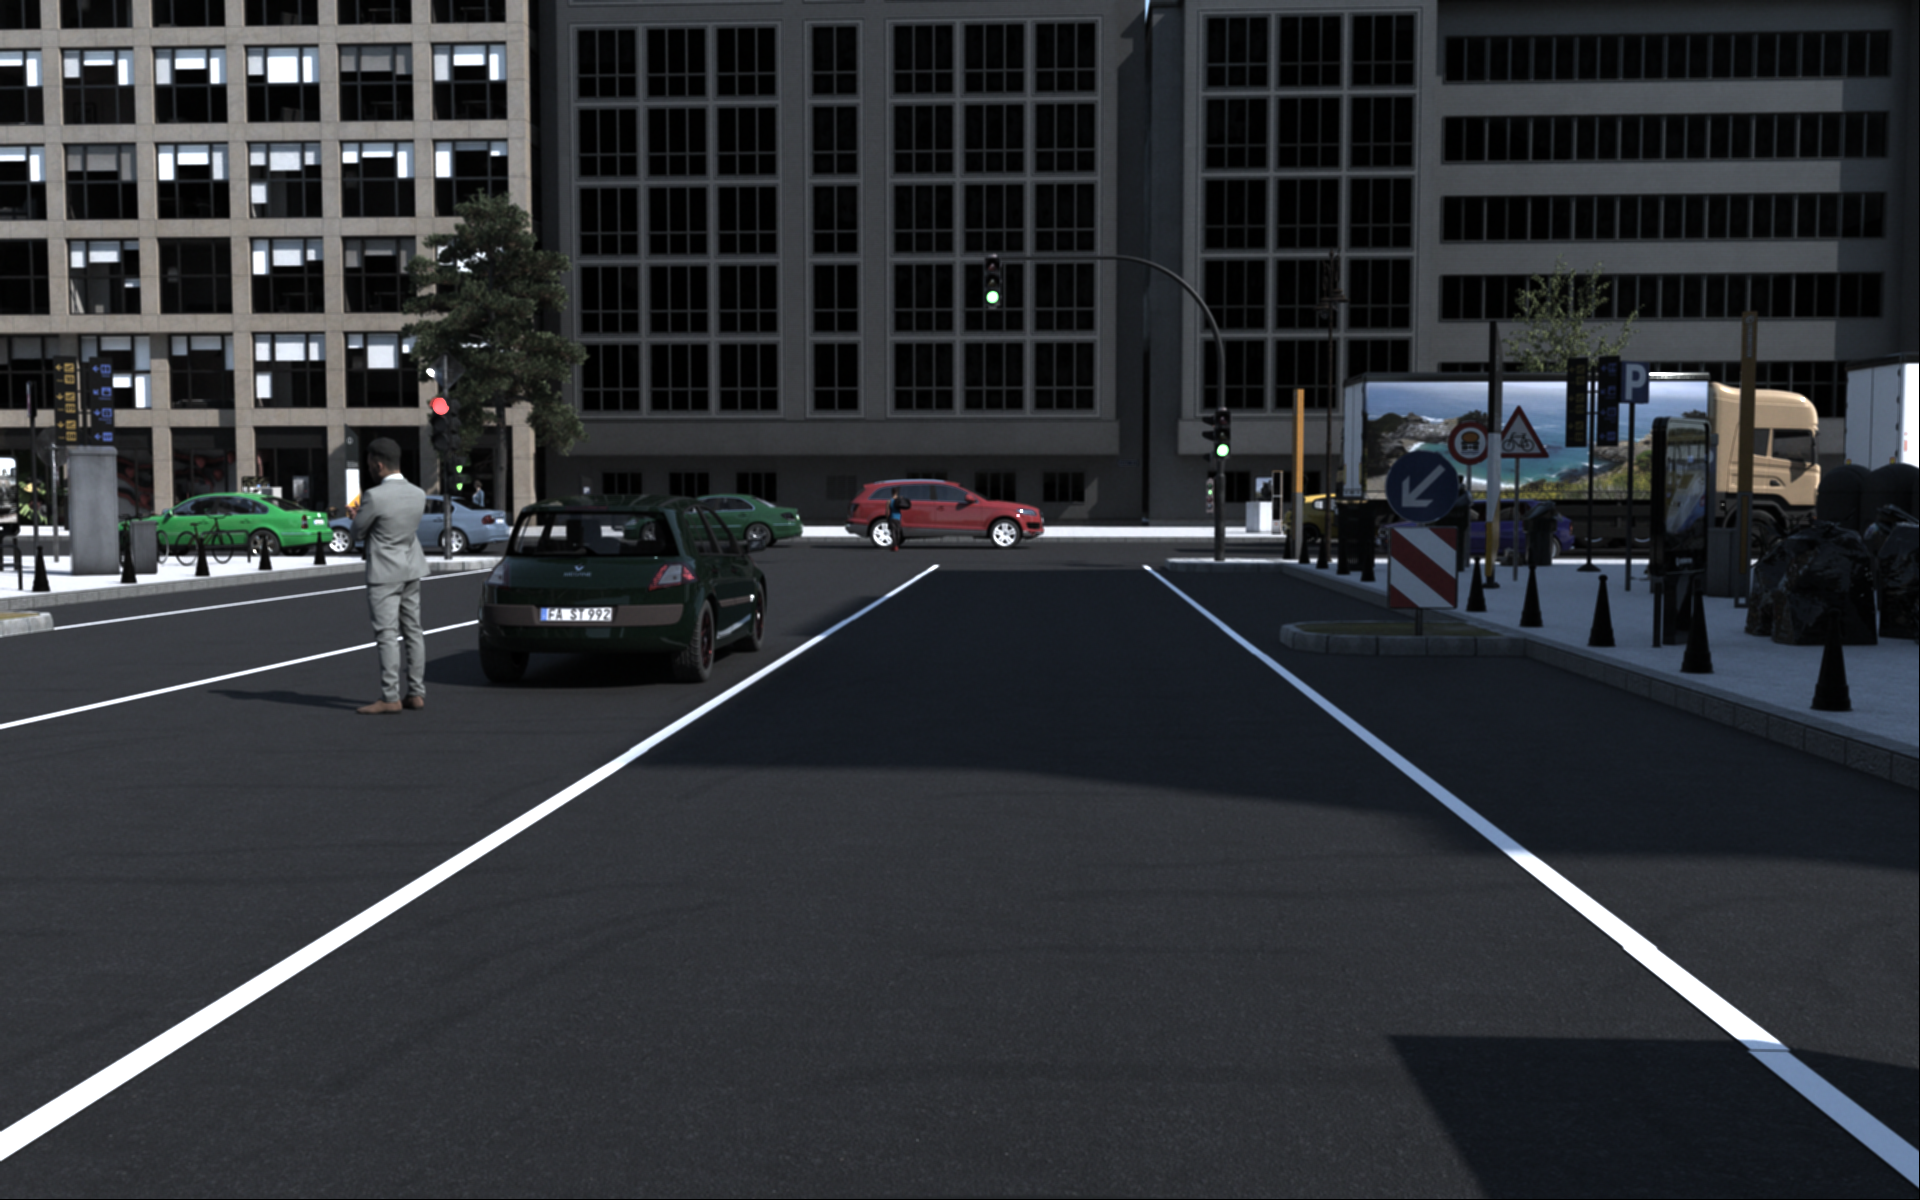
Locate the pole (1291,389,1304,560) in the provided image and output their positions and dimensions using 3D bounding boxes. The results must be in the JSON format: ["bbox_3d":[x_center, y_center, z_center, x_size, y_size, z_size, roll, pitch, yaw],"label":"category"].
[{"bbox_3d":[6.575,-2.440,33.741,0.158,3.312,0.155,0,3,0],"label":"pole"}]

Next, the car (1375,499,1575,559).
[{"bbox_3d":[10.776,-1.459,36.435,3.894,1.354,1.945,0,4,5],"label":"car"}]

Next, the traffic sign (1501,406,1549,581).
[{"bbox_3d":[8.222,-1.564,25.577,0.884,2.594,0.081,0,4,6],"label":"traffic sign"}]

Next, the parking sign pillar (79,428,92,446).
[{"bbox_3d":[-34.117,-4.847,67.718,1.447,3.967,1.447,1,4,17],"label":"parking sign pillar"}]

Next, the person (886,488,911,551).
[{"bbox_3d":[-1.580,-2.033,43.617,0.647,1.594,0.662,-2,4,-29],"label":"person"}]

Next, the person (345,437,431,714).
[{"bbox_3d":[-3.803,-0.170,11.457,0.466,1.800,0.511,1,4,13],"label":"person"}]

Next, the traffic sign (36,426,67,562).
[{"bbox_3d":[-16.982,-1.980,32.478,0.768,2.556,0.104,1,4,10],"label":"traffic sign"}]

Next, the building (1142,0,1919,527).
[{"bbox_3d":[22.562,-15.442,71.551,30.058,24.678,14.314,0,4,3],"label":"building"}]

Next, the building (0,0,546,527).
[{"bbox_3d":[-33.306,-16.708,77.690,34.151,26.468,19.350,0,4,3],"label":"building"}]

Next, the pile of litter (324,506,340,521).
[{"bbox_3d":[-23.021,-2.998,62.977,1.719,0.858,1.176,2,4,35],"label":"pile of litter"}]

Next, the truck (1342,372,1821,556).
[{"bbox_3d":[14.908,-3.182,40.943,11.283,4.237,2.839,0,4,2],"label":"truck"}]

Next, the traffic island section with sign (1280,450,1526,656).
[{"bbox_3d":[4.087,-0.472,16.342,1.989,1.847,2.006,0,4,3],"label":"traffic island section with sign"}]

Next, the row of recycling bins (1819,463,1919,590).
[{"bbox_3d":[12.724,-0.958,22.773,1.069,1.692,3.534,-1,4,-17],"label":"row of recycling bins"}]

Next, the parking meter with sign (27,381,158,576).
[{"bbox_3d":[-13.681,-1.901,27.343,1.738,3.016,0.543,-2,4,-33],"label":"parking meter with sign"}]

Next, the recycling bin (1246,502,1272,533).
[{"bbox_3d":[9.994,-2.752,57.549,0.722,1.027,0.722,-2,4,-30],"label":"recycling bin"}]

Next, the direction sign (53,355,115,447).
[{"bbox_3d":[-14.432,-2.239,28.602,0.876,3.537,0.379,-2,4,-32],"label":"direction sign"}]

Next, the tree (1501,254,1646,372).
[{"bbox_3d":[18.937,-6.341,54.031,4.737,8.622,4.395,0,3,0],"label":"tree"}]

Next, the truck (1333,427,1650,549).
[{"bbox_3d":[14.204,-3.083,46.337,9.791,3.379,3.469,0,4,4],"label":"truck"}]

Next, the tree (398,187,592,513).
[{"bbox_3d":[-16.510,-8.567,62.119,6.751,12.117,7.091,0,3,0],"label":"tree"}]

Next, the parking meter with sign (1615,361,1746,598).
[{"bbox_3d":[9.245,-1.582,22.123,0.543,3.016,1.738,-2,4,-29],"label":"parking meter with sign"}]

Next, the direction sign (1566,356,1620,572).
[{"bbox_3d":[10.454,-2.244,28.685,0.876,3.537,0.379,3,5,43],"label":"direction sign"}]

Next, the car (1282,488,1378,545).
[{"bbox_3d":[11.258,-2.409,49.618,3.980,1.641,2.015,0,4,2],"label":"car"}]

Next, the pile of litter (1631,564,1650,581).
[{"bbox_3d":[10.872,-0.740,26.058,1.719,0.858,1.176,0,4,-5],"label":"pile of litter"}]

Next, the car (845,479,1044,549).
[{"bbox_3d":[-0.406,-2.289,46.103,5.304,1.827,2.281,0,4,4],"label":"car"}]

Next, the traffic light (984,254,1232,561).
[{"bbox_3d":[2.844,-3.567,32.988,4.771,5.953,1.251,0,4,3],"label":"traffic light"}]

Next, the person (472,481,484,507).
[{"bbox_3d":[-13.858,-2.539,50.037,0.654,1.822,0.581,-1,4,-16],"label":"person"}]

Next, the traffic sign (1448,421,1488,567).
[{"bbox_3d":[8.876,-1.842,30.216,0.768,2.556,0.104,0,4,5],"label":"traffic sign"}]

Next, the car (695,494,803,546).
[{"bbox_3d":[-6.736,-2.162,47.146,4.920,1.459,2.131,0,4,1],"label":"car"}]

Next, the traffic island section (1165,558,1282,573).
[{"bbox_3d":[4.977,-0.664,33.131,2.009,0.180,2.903,0,4,3],"label":"traffic island section"}]

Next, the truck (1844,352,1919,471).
[{"bbox_3d":[24.234,-2.833,35.240,11.283,4.237,2.839,0,4,3],"label":"truck"}]

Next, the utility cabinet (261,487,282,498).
[{"bbox_3d":[-21.881,-2.835,55.027,0.318,1.500,1.173,-3,4,-38],"label":"utility cabinet"}]

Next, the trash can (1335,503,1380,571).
[{"bbox_3d":[6.634,-1.060,28.979,0.748,1.137,0.748,0,3,0],"label":"trash can"}]

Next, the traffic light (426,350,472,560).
[{"bbox_3d":[-10.003,-2.745,33.795,0.839,4.253,0.868,0,4,3],"label":"traffic light"}]

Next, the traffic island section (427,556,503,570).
[{"bbox_3d":[-10.043,-0.713,33.932,2.009,0.180,2.903,0,4,3],"label":"traffic island section"}]

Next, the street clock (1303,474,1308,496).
[{"bbox_3d":[12.394,-3.572,62.974,0.471,2.002,0.358,2,4,28],"label":"street clock"}]

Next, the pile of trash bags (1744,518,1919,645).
[{"bbox_3d":[8.661,-0.316,14.920,3.447,1.369,1.912,2,4,25],"label":"pile of trash bags"}]

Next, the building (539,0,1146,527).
[{"bbox_3d":[-4.412,-17.115,73.344,24.014,27.812,14.314,0,4,3],"label":"building"}]

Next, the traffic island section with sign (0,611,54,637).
[{"bbox_3d":[-10.574,-0.562,17.815,1.989,1.847,2.006,0,4,3],"label":"traffic island section with sign"}]

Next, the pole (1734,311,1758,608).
[{"bbox_3d":[8.828,-1.567,19.456,0.158,3.312,0.155,0,3,0],"label":"pole"}]
